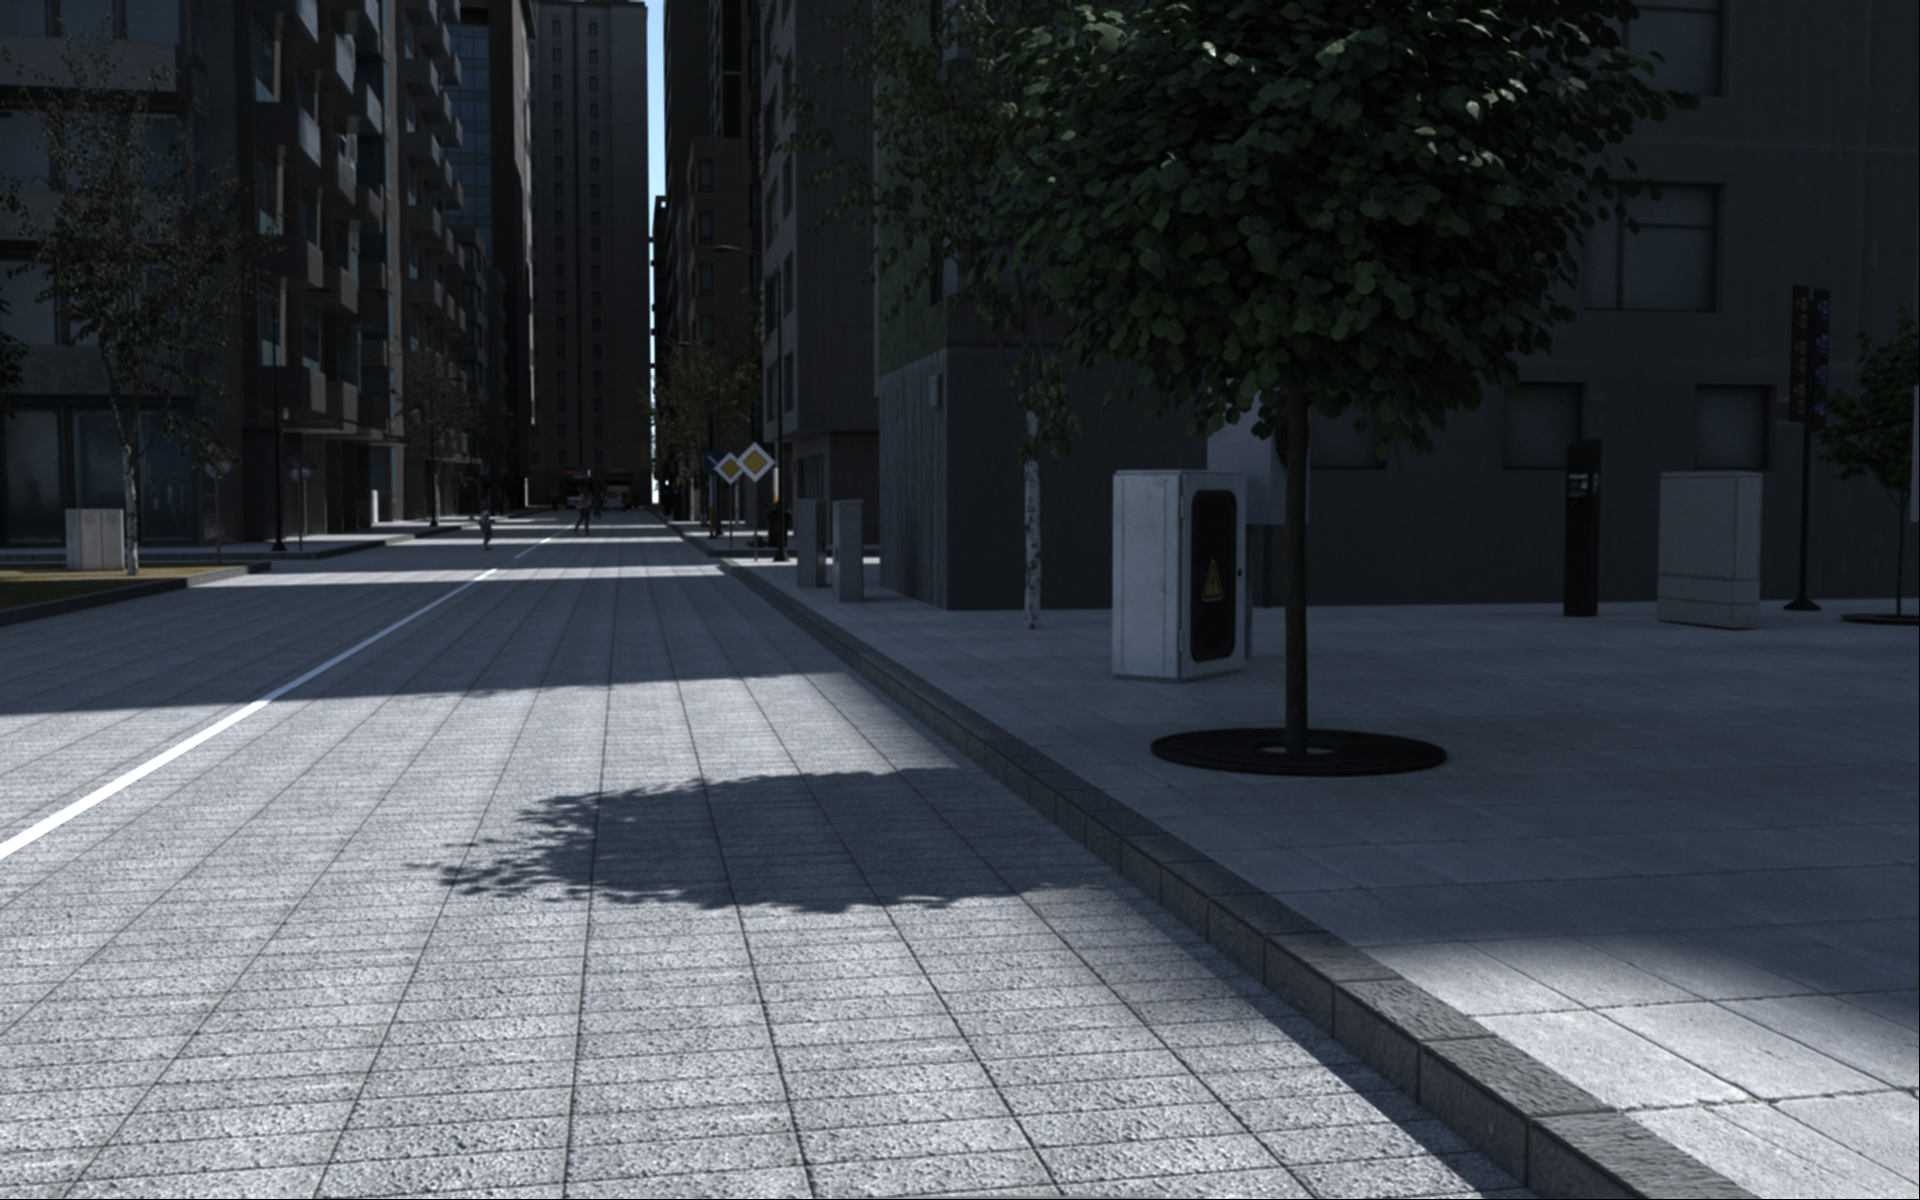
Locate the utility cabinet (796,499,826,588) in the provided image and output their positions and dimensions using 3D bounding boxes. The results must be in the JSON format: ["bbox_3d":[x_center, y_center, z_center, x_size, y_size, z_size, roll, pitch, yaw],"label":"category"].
[{"bbox_3d":[-2.055,-0.792,24.116,0.306,1.237,1.020,0,4,2],"label":"utility cabinet"}]

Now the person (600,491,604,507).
[{"bbox_3d":[-30.845,-8.578,149.682,0.436,1.711,0.756,-1,4,-12],"label":"person"}]

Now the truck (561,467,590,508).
[{"bbox_3d":[-40.054,-11.747,180.982,2.839,4.237,11.283,-1,4,-11],"label":"truck"}]

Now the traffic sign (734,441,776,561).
[{"bbox_3d":[-3.902,-1.796,33.013,0.795,2.450,0.064,-1,4,-11],"label":"traffic sign"}]

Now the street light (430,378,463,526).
[{"bbox_3d":[-20.531,-5.914,69.232,1.470,5.913,1.316,-1,4,-11],"label":"street light"}]

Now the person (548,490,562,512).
[{"bbox_3d":[-32.760,-8.001,140.054,1.217,1.736,0.721,-2,4,-24],"label":"person"}]

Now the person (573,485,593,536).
[{"bbox_3d":[-13.013,-3.100,59.782,0.643,1.750,0.593,1,4,12],"label":"person"}]

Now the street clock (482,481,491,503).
[{"bbox_3d":[-25.330,-5.389,92.684,0.358,2.002,0.471,3,4,39],"label":"street clock"}]

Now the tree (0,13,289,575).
[{"bbox_3d":[-12.959,-4.690,27.052,4.360,8.622,3.978,0,3,0],"label":"tree"}]

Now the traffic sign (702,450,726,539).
[{"bbox_3d":[-7.005,-3.035,49.720,0.768,2.556,0.104,0,4,-1],"label":"traffic sign"}]

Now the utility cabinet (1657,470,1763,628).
[{"bbox_3d":[7.283,-0.499,16.836,0.318,1.500,1.173,-1,4,-12],"label":"utility cabinet"}]

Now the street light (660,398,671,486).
[{"bbox_3d":[-13.833,-6.822,84.086,1.470,5.913,1.316,-1,4,-11],"label":"street light"}]

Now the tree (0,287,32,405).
[{"bbox_3d":[-13.208,-2.288,21.129,4.285,4.588,4.351,0,3,0],"label":"tree"}]

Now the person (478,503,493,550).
[{"bbox_3d":[-12.185,-1.883,44.305,0.382,1.210,0.505,-3,5,-44],"label":"person"}]

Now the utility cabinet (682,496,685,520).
[{"bbox_3d":[-14.049,-4.627,86.816,0.306,1.237,1.020,-2,4,-23],"label":"utility cabinet"}]

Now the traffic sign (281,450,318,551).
[{"bbox_3d":[-14.886,-2.166,39.059,0.795,2.450,0.064,-1,4,-11],"label":"traffic sign"}]

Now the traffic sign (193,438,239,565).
[{"bbox_3d":[-13.377,-1.687,31.218,0.795,2.450,0.064,-1,4,-11],"label":"traffic sign"}]

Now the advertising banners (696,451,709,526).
[{"bbox_3d":[-10.370,-4.493,69.645,0.090,3.025,2.074,-1,4,-20],"label":"advertising banners"}]

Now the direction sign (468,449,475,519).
[{"bbox_3d":[-24.888,-5.882,88.165,0.379,3.537,0.876,-1,4,-19],"label":"direction sign"}]

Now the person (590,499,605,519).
[{"bbox_3d":[-21.059,-5.264,100.062,1.012,1.151,0.738,-1,4,-10],"label":"person"}]

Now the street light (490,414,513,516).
[{"bbox_3d":[-26.450,-7.791,99.923,1.470,5.913,1.316,-1,4,-11],"label":"street light"}]

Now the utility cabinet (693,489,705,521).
[{"bbox_3d":[-12.275,-4.470,81.766,0.318,1.500,1.173,1,4,16],"label":"utility cabinet"}]

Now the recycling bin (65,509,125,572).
[{"bbox_3d":[-14.489,-1.006,29.009,0.722,1.027,0.722,-3,5,-42],"label":"recycling bin"}]

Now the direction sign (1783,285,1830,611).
[{"bbox_3d":[9.336,-1.657,19.093,0.876,3.537,0.379,-3,5,-41],"label":"direction sign"}]

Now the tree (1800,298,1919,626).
[{"bbox_3d":[9.300,-1.391,17.348,1.663,3.219,1.824,0,3,0],"label":"tree"}]

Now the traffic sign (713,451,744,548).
[{"bbox_3d":[-5.411,-2.276,40.855,0.795,2.450,0.064,-1,4,-11],"label":"traffic sign"}]

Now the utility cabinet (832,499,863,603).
[{"bbox_3d":[-1.368,-0.598,20.940,0.306,1.237,1.020,-1,4,-9],"label":"utility cabinet"}]

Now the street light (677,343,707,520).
[{"bbox_3d":[-7.976,-4.942,53.344,1.470,5.913,1.316,-1,4,-11],"label":"street light"}]

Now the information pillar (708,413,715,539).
[{"bbox_3d":[-7.178,-3.591,50.063,0.183,3.616,0.504,0,4,-1],"label":"information pillar"}]

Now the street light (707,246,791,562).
[{"bbox_3d":[-3.931,-3.677,32.665,1.470,5.913,1.316,-1,4,-11],"label":"street light"}]

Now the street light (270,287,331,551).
[{"bbox_3d":[-14.796,-4.058,38.894,1.470,5.913,1.316,-1,4,-11],"label":"street light"}]

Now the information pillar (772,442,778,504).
[{"bbox_3d":[-5.757,-3.878,54.757,0.183,3.616,0.504,2,4,26],"label":"information pillar"}]
